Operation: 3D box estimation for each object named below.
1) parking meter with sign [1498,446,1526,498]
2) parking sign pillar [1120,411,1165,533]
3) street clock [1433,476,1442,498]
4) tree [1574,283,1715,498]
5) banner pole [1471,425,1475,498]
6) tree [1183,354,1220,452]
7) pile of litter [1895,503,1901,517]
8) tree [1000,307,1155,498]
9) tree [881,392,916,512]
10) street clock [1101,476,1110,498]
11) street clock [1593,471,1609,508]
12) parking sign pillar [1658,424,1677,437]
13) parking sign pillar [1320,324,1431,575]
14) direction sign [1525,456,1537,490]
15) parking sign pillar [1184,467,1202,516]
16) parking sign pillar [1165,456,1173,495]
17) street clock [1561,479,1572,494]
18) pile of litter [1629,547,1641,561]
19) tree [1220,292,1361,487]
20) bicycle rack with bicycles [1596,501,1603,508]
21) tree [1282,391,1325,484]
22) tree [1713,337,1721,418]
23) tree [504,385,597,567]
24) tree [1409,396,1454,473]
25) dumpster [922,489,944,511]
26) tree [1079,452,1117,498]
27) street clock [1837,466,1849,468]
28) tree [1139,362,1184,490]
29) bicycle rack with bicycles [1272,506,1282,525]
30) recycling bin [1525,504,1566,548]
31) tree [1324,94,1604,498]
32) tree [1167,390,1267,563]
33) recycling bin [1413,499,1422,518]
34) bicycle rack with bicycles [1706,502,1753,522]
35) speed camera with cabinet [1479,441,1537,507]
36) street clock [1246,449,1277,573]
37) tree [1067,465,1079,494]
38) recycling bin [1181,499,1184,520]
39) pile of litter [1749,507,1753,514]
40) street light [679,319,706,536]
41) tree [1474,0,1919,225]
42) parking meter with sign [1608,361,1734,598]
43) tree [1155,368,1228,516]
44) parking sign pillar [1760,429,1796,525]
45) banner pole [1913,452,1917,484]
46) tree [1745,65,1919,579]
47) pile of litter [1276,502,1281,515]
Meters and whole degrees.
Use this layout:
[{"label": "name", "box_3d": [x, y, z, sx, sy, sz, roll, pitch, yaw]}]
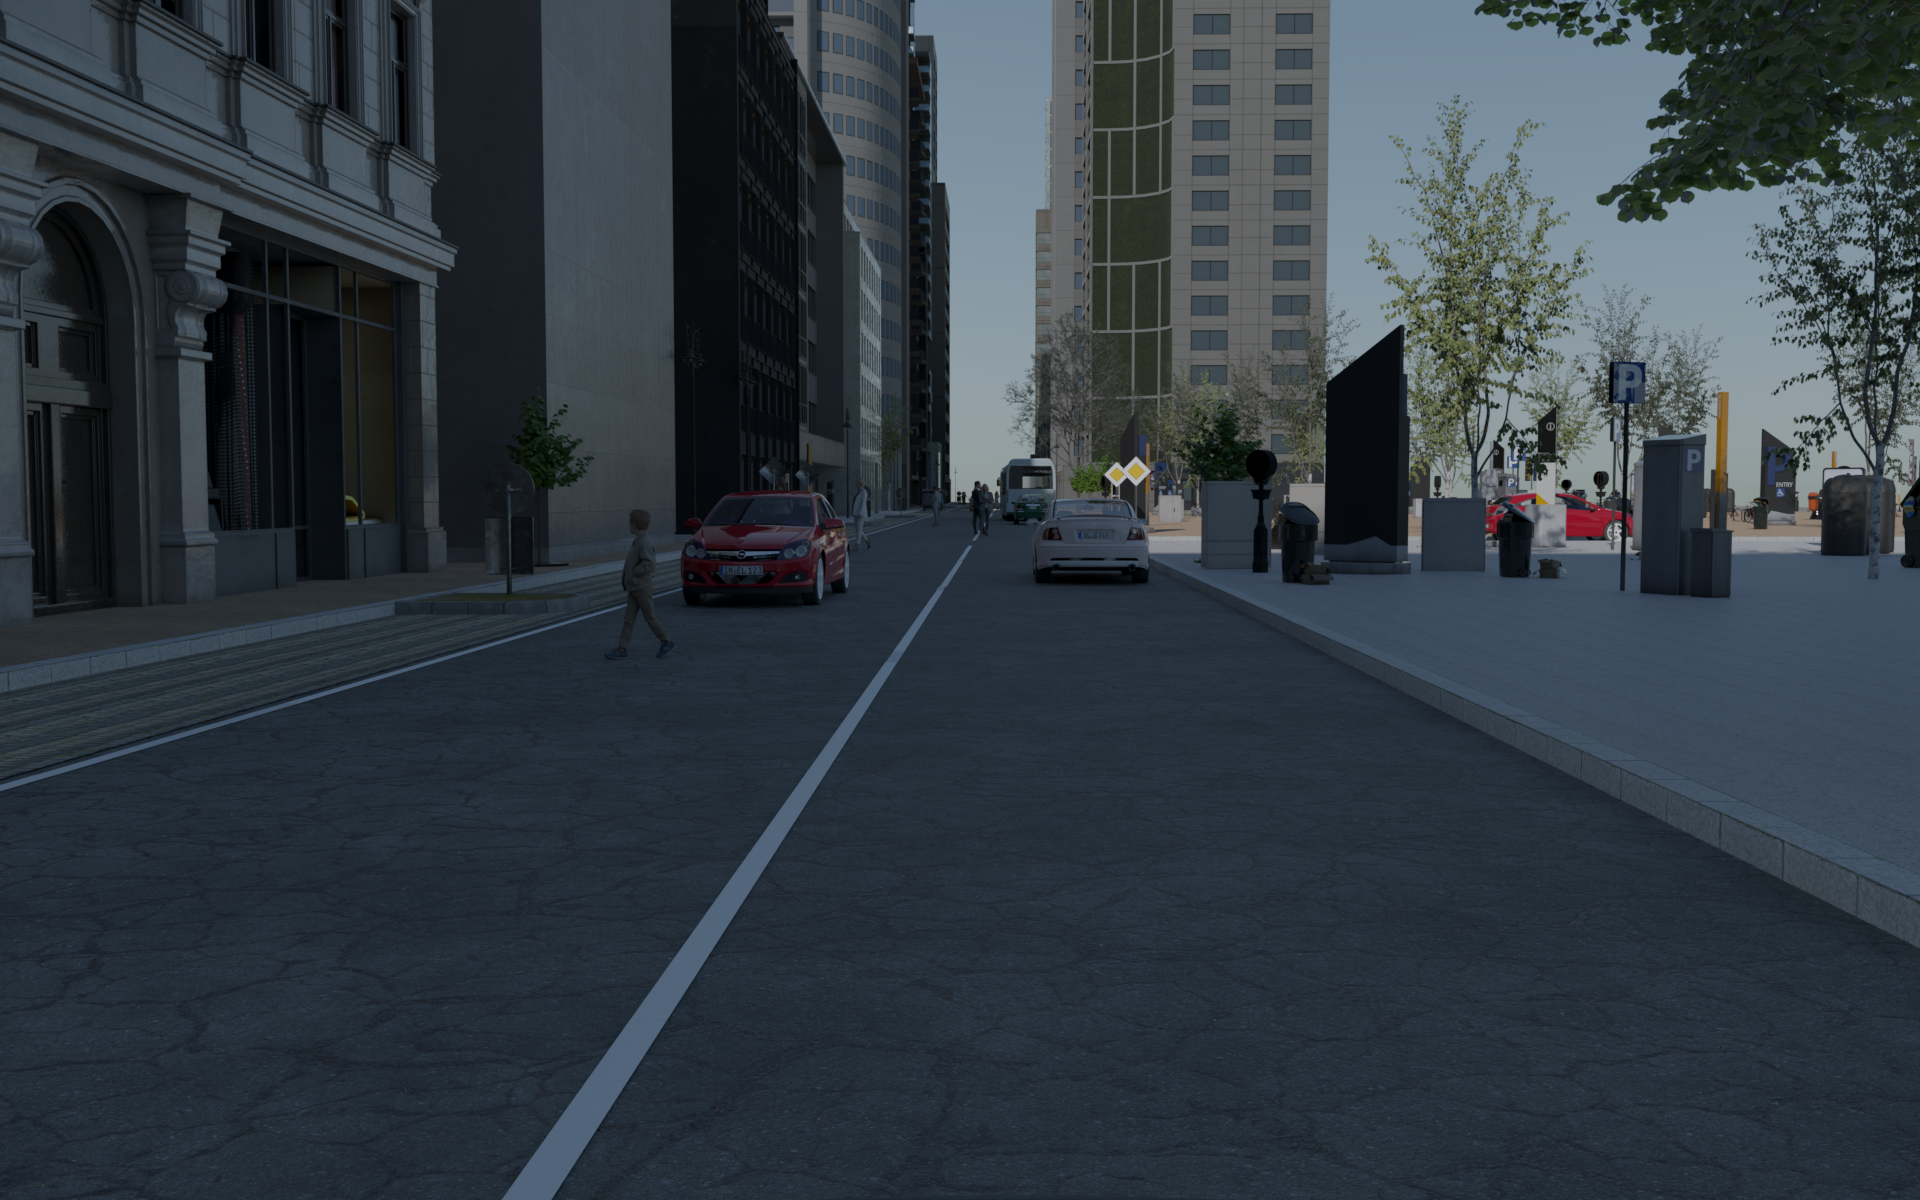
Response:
[{"label": "parking meter with sign", "box_3d": [20.072, -4.114, 63.523, 0.543, 3.016, 1.738, 0, 4, -8]}, {"label": "parking sign pillar", "box_3d": [5.709, -4.202, 57.179, 1.447, 3.967, 1.447, -1, 4, -16]}, {"label": "street clock", "box_3d": [18.806, -3.894, 68.234, 0.358, 2.002, 0.471, 1, 4, 22]}, {"label": "tree", "box_3d": [23.177, -6.711, 60.091, 4.360, 8.622, 3.978, 0, 3, 0]}, {"label": "banner pole", "box_3d": [18.623, -4.459, 62.922, 0.401, 3.779, 0.863, 1, 4, 17]}, {"label": "tree", "box_3d": [13.695, -8.293, 85.953, 4.360, 8.622, 3.978, 0, 3, 0]}, {"label": "pile of litter", "box_3d": [51.926, -5.066, 96.792, 1.176, 0.858, 1.719, 0, 4, -1]}, {"label": "tree", "box_3d": [7.731, -12.494, 114.654, 12.009, 13.543, 11.850, 0, 3, 0]}, {"label": "tree", "box_3d": [-5.307, -10.614, 123.903, 4.737, 8.622, 4.395, 0, 3, 0]}, {"label": "street clock", "box_3d": [5.707, -3.878, 67.978, 0.358, 2.002, 0.471, -1, 4, -18]}, {"label": "street clock", "box_3d": [20.116, -3.047, 54.387, 0.358, 2.002, 0.471, -1, 4, -20]}, {"label": "parking sign pillar", "box_3d": [27.765, -4.866, 68.025, 1.447, 3.967, 1.447, 0, 4, 0]}, {"label": "parking sign pillar", "box_3d": [6.614, -2.426, 28.140, 1.447, 3.967, 1.447, 3, 5, 39]}, {"label": "direction sign", "box_3d": [34.422, -6.868, 104.284, 0.876, 3.537, 0.379, -1, 4, -9]}, {"label": "parking sign pillar", "box_3d": [14.203, -7.073, 104.118, 1.447, 3.967, 1.447, 0, 4, -1]}, {"label": "parking sign pillar", "box_3d": [12.424, -7.174, 105.766, 1.447, 3.967, 1.447, -2, 4, -31]}, {"label": "street clock", "box_3d": [29.780, -4.924, 85.078, 0.471, 2.002, 0.358, 3, 5, 43]}, {"label": "pile of litter", "box_3d": [13.768, -1.218, 33.885, 1.719, 0.858, 1.176, -1, 4, -21]}, {"label": "tree", "box_3d": [12.578, -6.900, 63.171, 4.360, 8.622, 3.978, 0, 3, 0]}, {"label": "bicycle rack with bicycles", "box_3d": [46.017, -6.883, 125.925, 2.852, 0.926, 2.925, 2, 4, 26]}, {"label": "tree", "box_3d": [24.986, -10.648, 124.451, 4.737, 8.622, 4.395, 0, 3, 0]}, {"label": "tree", "box_3d": [31.155, -7.639, 75.261, 4.360, 8.622, 3.978, 0, 3, 0]}, {"label": "tree", "box_3d": [-7.526, -2.212, 30.774, 1.663, 3.219, 1.824, 0, 3, 0]}, {"label": "tree", "box_3d": [33.734, -10.700, 125.304, 4.360, 8.622, 3.978, 0, 3, 0]}, {"label": "dumpster", "box_3d": [-2.289, -8.405, 145.641, 1.865, 1.857, 1.264, 0, 4, 3]}, {"label": "tree", "box_3d": [6.593, -5.048, 77.140, 1.663, 3.219, 1.824, 0, 3, 0]}, {"label": "street clock", "box_3d": [22.552, -2.427, 44.253, 0.471, 2.002, 0.358, 1, 4, 15]}, {"label": "tree", "box_3d": [11.638, -8.713, 92.825, 4.360, 8.622, 3.978, 0, 3, 0]}, {"label": "bicycle rack with bicycles", "box_3d": [12.244, -3.591, 72.093, 2.925, 0.926, 2.852, 0, 4, 6]}, {"label": "recycling bin", "box_3d": [14.157, -1.795, 41.902, 0.722, 1.027, 0.722, -1, 4, -14]}, {"label": "tree", "box_3d": [9.573, -4.991, 31.963, 4.737, 8.622, 4.395, 0, 3, 0]}, {"label": "tree", "box_3d": [4.963, -2.298, 32.166, 1.663, 3.219, 1.824, 0, 3, 0]}, {"label": "recycling bin", "box_3d": [24.796, -4.928, 93.135, 0.722, 1.027, 0.722, 0, 4, 1]}, {"label": "bicycle rack with bicycles", "box_3d": [36.214, -4.076, 80.027, 2.925, 0.926, 2.852, -2, 4, -30]}, {"label": "speed camera with cabinet", "box_3d": [20.666, -4.338, 65.269, 2.038, 3.252, 0.660, 0, 4, 6]}, {"label": "street clock", "box_3d": [4.905, -1.447, 28.227, 0.471, 2.002, 0.358, 3, 5, 43]}, {"label": "tree", "box_3d": [7.207, -6.118, 94.632, 1.663, 3.219, 1.824, 0, 3, 0]}, {"label": "recycling bin", "box_3d": [10.404, -4.388, 84.298, 0.722, 1.027, 0.722, -3, 4, -36]}, {"label": "pile of litter", "box_3d": [48.580, -5.583, 105.239, 1.719, 0.858, 1.176, -1, 4, -17]}, {"label": "street light", "box_3d": [-7.050, -4.467, 45.815, 0.468, 5.910, 1.993, 0, 4, 1]}, {"label": "tree", "box_3d": [5.460, -5.475, 7.649, 7.486, 12.596, 7.792, 0, 3, 0]}, {"label": "parking meter with sign", "box_3d": [9.102, -1.582, 22.125, 0.543, 3.016, 1.738, -1, 4, -22]}, {"label": "tree", "box_3d": [13.603, -9.189, 100.607, 4.737, 8.622, 4.395, 0, 3, 0]}, {"label": "parking sign pillar", "box_3d": [33.695, -5.067, 71.320, 1.447, 3.967, 1.447, 0, 4, -2]}, {"label": "banner pole", "box_3d": [55.596, -6.786, 100.961, 0.401, 3.779, 0.863, 1, 4, 11]}, {"label": "tree", "box_3d": [13.911, -4.635, 26.139, 4.360, 8.622, 3.978, 0, 3, 0]}, {"label": "pile of litter", "box_3d": [16.734, -4.808, 92.571, 1.176, 0.858, 1.719, -1, 4, -22]}]
